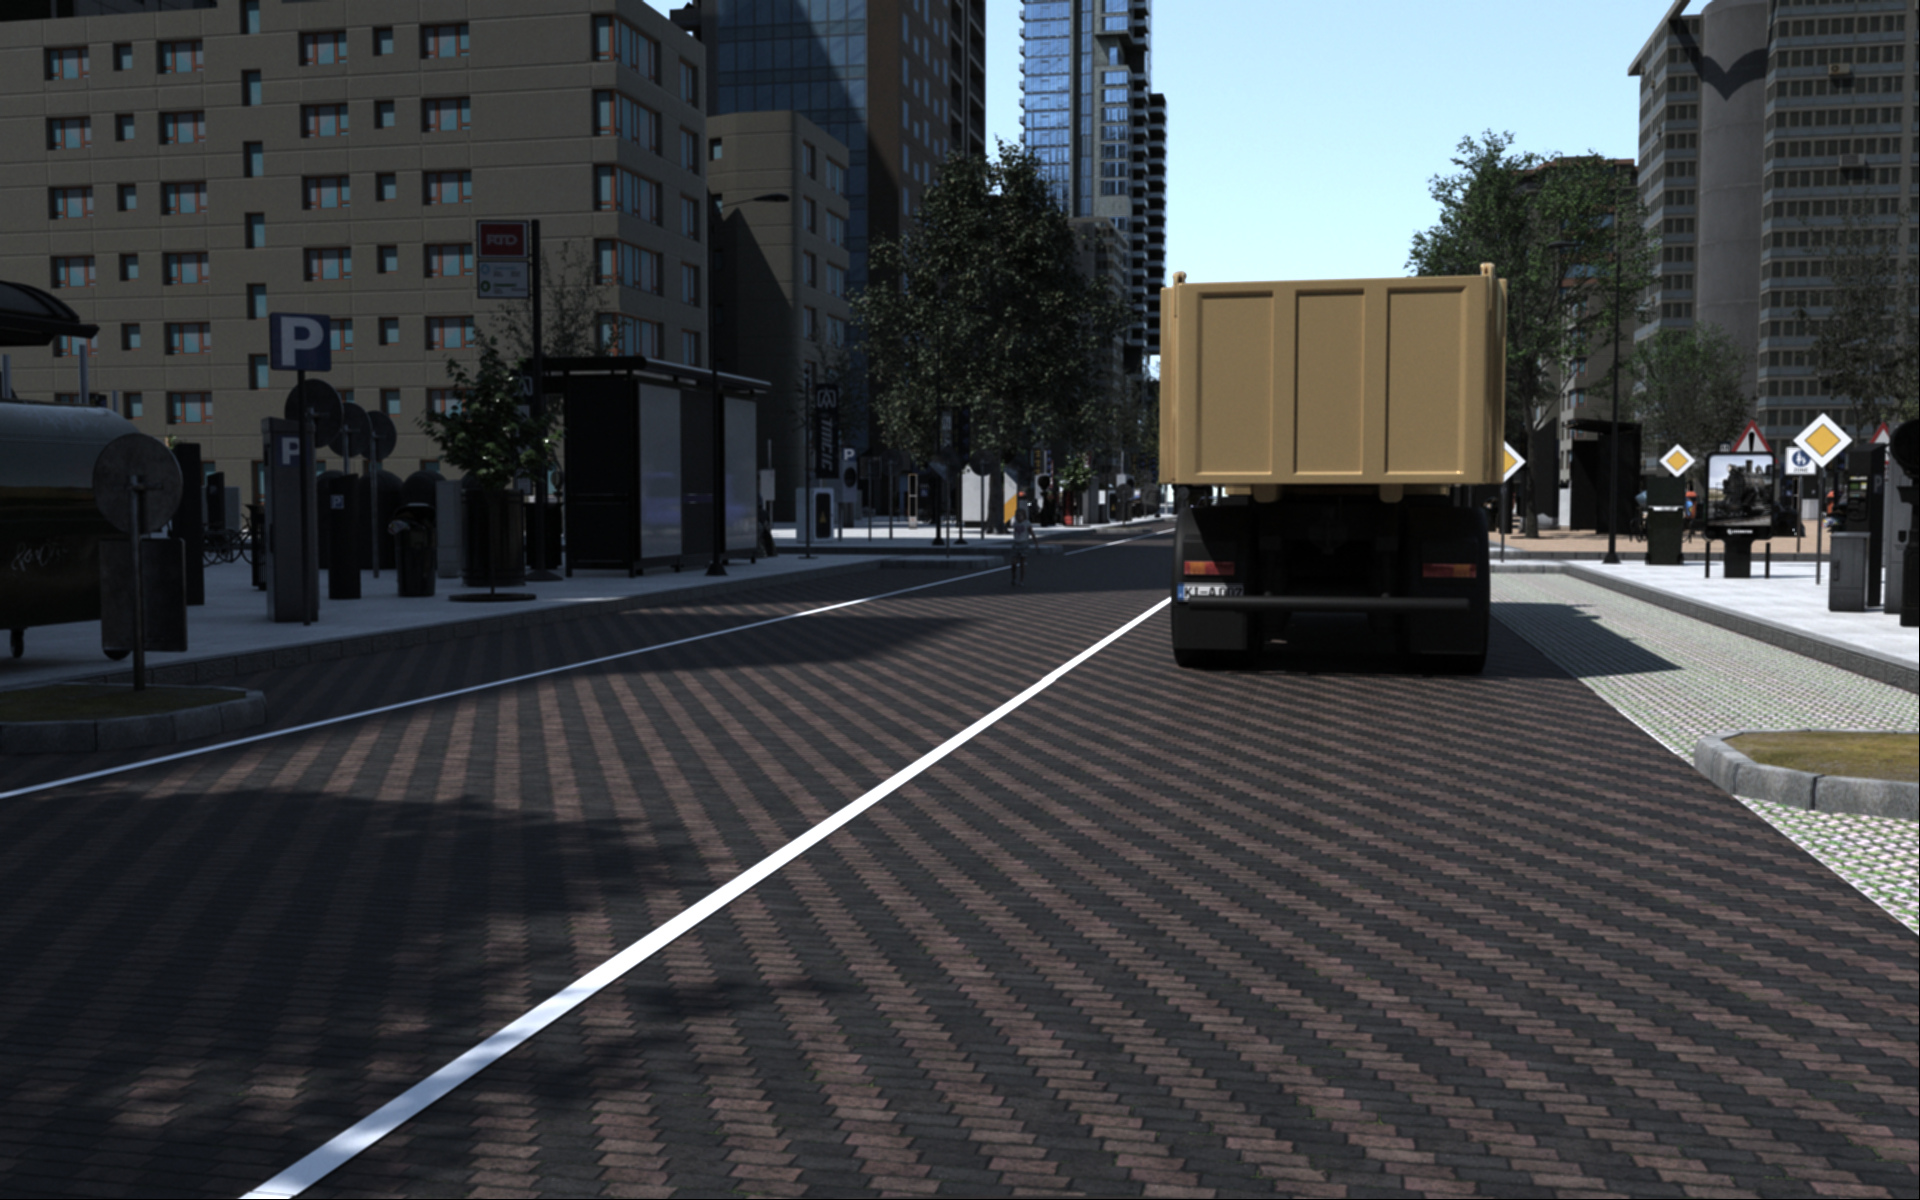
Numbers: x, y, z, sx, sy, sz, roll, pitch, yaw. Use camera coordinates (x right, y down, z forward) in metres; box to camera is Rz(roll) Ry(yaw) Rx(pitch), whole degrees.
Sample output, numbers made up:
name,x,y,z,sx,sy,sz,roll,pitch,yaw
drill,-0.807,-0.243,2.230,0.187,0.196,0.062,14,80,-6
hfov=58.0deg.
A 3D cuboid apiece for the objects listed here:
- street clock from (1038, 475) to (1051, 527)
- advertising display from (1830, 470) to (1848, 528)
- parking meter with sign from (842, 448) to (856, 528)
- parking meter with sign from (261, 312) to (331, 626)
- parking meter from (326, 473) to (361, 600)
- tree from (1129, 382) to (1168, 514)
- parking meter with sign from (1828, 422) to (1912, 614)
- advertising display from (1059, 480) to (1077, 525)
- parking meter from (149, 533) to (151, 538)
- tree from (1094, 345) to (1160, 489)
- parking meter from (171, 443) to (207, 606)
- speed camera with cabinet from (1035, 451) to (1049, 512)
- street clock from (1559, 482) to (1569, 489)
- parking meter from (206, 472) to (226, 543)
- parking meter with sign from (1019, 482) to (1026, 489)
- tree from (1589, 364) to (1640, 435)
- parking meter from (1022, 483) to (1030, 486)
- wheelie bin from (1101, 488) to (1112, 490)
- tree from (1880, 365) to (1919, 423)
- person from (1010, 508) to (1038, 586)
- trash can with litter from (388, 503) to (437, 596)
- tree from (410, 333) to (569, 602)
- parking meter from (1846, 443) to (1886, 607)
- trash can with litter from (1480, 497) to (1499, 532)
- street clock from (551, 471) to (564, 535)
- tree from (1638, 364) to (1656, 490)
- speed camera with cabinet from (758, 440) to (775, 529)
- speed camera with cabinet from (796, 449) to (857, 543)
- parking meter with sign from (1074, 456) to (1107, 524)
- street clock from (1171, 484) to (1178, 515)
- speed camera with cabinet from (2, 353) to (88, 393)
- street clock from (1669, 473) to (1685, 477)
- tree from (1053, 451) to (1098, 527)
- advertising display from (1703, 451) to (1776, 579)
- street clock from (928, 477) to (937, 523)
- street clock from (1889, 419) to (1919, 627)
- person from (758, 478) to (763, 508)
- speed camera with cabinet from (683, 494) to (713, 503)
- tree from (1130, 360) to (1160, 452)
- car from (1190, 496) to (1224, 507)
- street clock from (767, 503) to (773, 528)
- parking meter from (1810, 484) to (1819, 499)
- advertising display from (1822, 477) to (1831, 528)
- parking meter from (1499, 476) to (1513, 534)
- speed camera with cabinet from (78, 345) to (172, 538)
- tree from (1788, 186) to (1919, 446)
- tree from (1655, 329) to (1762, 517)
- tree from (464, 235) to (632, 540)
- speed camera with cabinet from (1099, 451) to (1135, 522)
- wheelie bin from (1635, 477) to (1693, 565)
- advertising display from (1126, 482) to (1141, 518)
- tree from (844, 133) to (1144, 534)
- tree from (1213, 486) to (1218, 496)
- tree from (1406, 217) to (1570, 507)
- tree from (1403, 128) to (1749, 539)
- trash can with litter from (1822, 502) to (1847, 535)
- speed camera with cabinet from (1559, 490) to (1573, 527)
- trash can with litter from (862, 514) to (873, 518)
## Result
name,x,y,z,sx,sy,sz,roll,pitch,yaw
street clock,3.271,-3.840,67.358,0.471,2.002,0.358,-3,4,-36
advertising display,24.208,-2.570,47.226,0.974,1.923,0.123,-2,4,-25
parking meter with sign,-4.255,-4.278,66.213,0.543,3.016,1.738,0,4,-5
parking meter with sign,-6.772,-1.302,17.544,0.543,3.016,1.738,-2,4,-29
parking meter,-7.543,-0.782,21.196,0.372,1.533,0.369,0,3,0
tree,12.968,-9.801,110.614,4.737,8.622,4.395,0,3,0
parking meter with sign,10.275,-1.357,18.453,1.738,3.016,0.543,2,4,33
advertising display,4.524,-4.099,72.238,0.974,1.923,0.123,3,5,42
parking meter,-10.856,-1.052,22.909,0.255,1.863,0.399,-2,4,-26
tree,8.003,-8.227,84.880,4.360,8.622,3.978,0,3,0
parking meter,-8.946,-0.876,20.041,0.255,1.863,0.399,-3,5,-39
speed camera with cabinet,3.831,-5.211,79.531,0.660,3.252,2.038,1,4,10
street clock,36.255,-6.082,104.007,0.471,2.002,0.358,0,4,-5
parking meter,-19.719,-2.458,45.892,0.399,1.863,0.255,1,4,8
parking meter with sign,4.023,-7.140,112.996,0.543,3.016,1.738,0,4,-5
tree,37.403,-8.965,96.933,4.360,8.622,3.978,0,3,0
parking meter,3.527,-5.342,93.050,0.399,1.863,0.255,-2,4,-32
wheelie bin,7.970,-5.310,94.724,0.980,1.594,0.693,-1,4,-13
tree,53.138,-8.910,96.043,4.737,8.622,4.395,0,3,0
person,1.005,-0.827,27.029,0.505,1.210,0.382,1,4,23
trash can with litter,-6.972,-0.645,21.925,0.624,1.170,1.055,-2,4,-25
tree,-5.543,-1.612,20.952,1.663,3.219,1.824,0,3,0
parking meter,10.288,-0.855,19.695,0.399,1.863,0.255,-3,4,-36
trash can with litter,17.818,-2.911,58.987,0.624,1.170,1.055,-2,4,-34
street clock,-12.713,-3.075,54.839,0.471,2.002,0.358,3,5,41
tree,37.630,-8.502,89.371,4.360,8.622,3.978,0,3,0
speed camera with cabinet,-7.381,-4.232,63.530,0.660,3.252,2.038,-2,4,-25
speed camera with cabinet,-3.526,-3.155,45.920,0.660,3.252,2.038,2,4,32
parking meter with sign,5.596,-4.740,73.768,0.543,3.016,1.738,3,5,41
street clock,13.093,-6.156,105.220,0.471,2.002,0.358,-1,4,-19
speed camera with cabinet,-12.981,-1.882,25.113,2.038,3.252,0.660,-2,4,-24
street clock,22.645,-3.071,54.780,0.358,2.002,0.471,-1,4,-20
tree,4.574,-4.461,67.531,1.663,3.219,1.824,0,3,0
advertising display,11.848,-1.293,26.357,0.974,1.923,0.123,1,4,14
street clock,-1.132,-4.305,74.955,0.471,2.002,0.358,1,4,9
street clock,9.231,-0.744,16.728,0.471,2.002,0.358,1,4,20
person,-4.953,-2.032,41.741,0.654,1.822,0.581,1,4,11
speed camera with cabinet,-8.112,-3.630,53.691,2.038,3.252,0.660,0,3,0
tree,17.754,-13.410,129.619,12.009,13.543,11.850,0,3,0
car,10.411,-3.565,70.861,1.945,1.354,3.894,1,4,10
street clock,-7.173,-3.715,65.303,0.358,2.002,0.471,-2,4,-25
parking meter,49.481,-5.786,100.308,0.255,1.863,0.399,-2,4,-33
advertising display,33.183,-3.716,65.972,0.974,1.923,0.123,-2,4,-27
parking meter,17.528,-3.053,55.620,0.255,1.863,0.399,-2,4,-31
speed camera with cabinet,-11.722,-1.799,23.743,0.660,3.252,2.038,0,4,7
tree,21.835,-5.568,41.406,4.360,8.622,3.978,0,3,0
tree,33.908,-7.784,77.631,4.360,8.622,3.978,0,3,0
tree,-11.354,-6.011,48.647,4.360,8.622,3.978,0,3,0
speed camera with cabinet,7.183,-5.211,79.531,0.660,3.252,2.038,3,5,43
wheelie bin,12.736,-1.434,31.347,0.980,1.594,0.693,1,4,22
advertising display,9.140,-5.308,92.000,0.974,1.923,0.123,1,4,16
tree,1.094,-8.477,55.599,9.611,12.733,9.660,0,3,0
tree,23.778,-14.716,157.618,9.611,12.733,9.660,0,3,0
tree,23.092,-10.621,80.305,9.857,13.997,8.962,0,3,0
tree,16.361,-7.579,49.677,9.928,11.665,9.643,0,3,0
trash can with litter,12.957,-0.842,25.149,0.624,1.170,1.055,3,5,42
speed camera with cabinet,24.105,-4.475,67.502,2.038,3.252,0.660,-3,5,-41
trash can with litter,-5.581,-5.126,94.873,1.678,1.210,2.233,0,4,-1
